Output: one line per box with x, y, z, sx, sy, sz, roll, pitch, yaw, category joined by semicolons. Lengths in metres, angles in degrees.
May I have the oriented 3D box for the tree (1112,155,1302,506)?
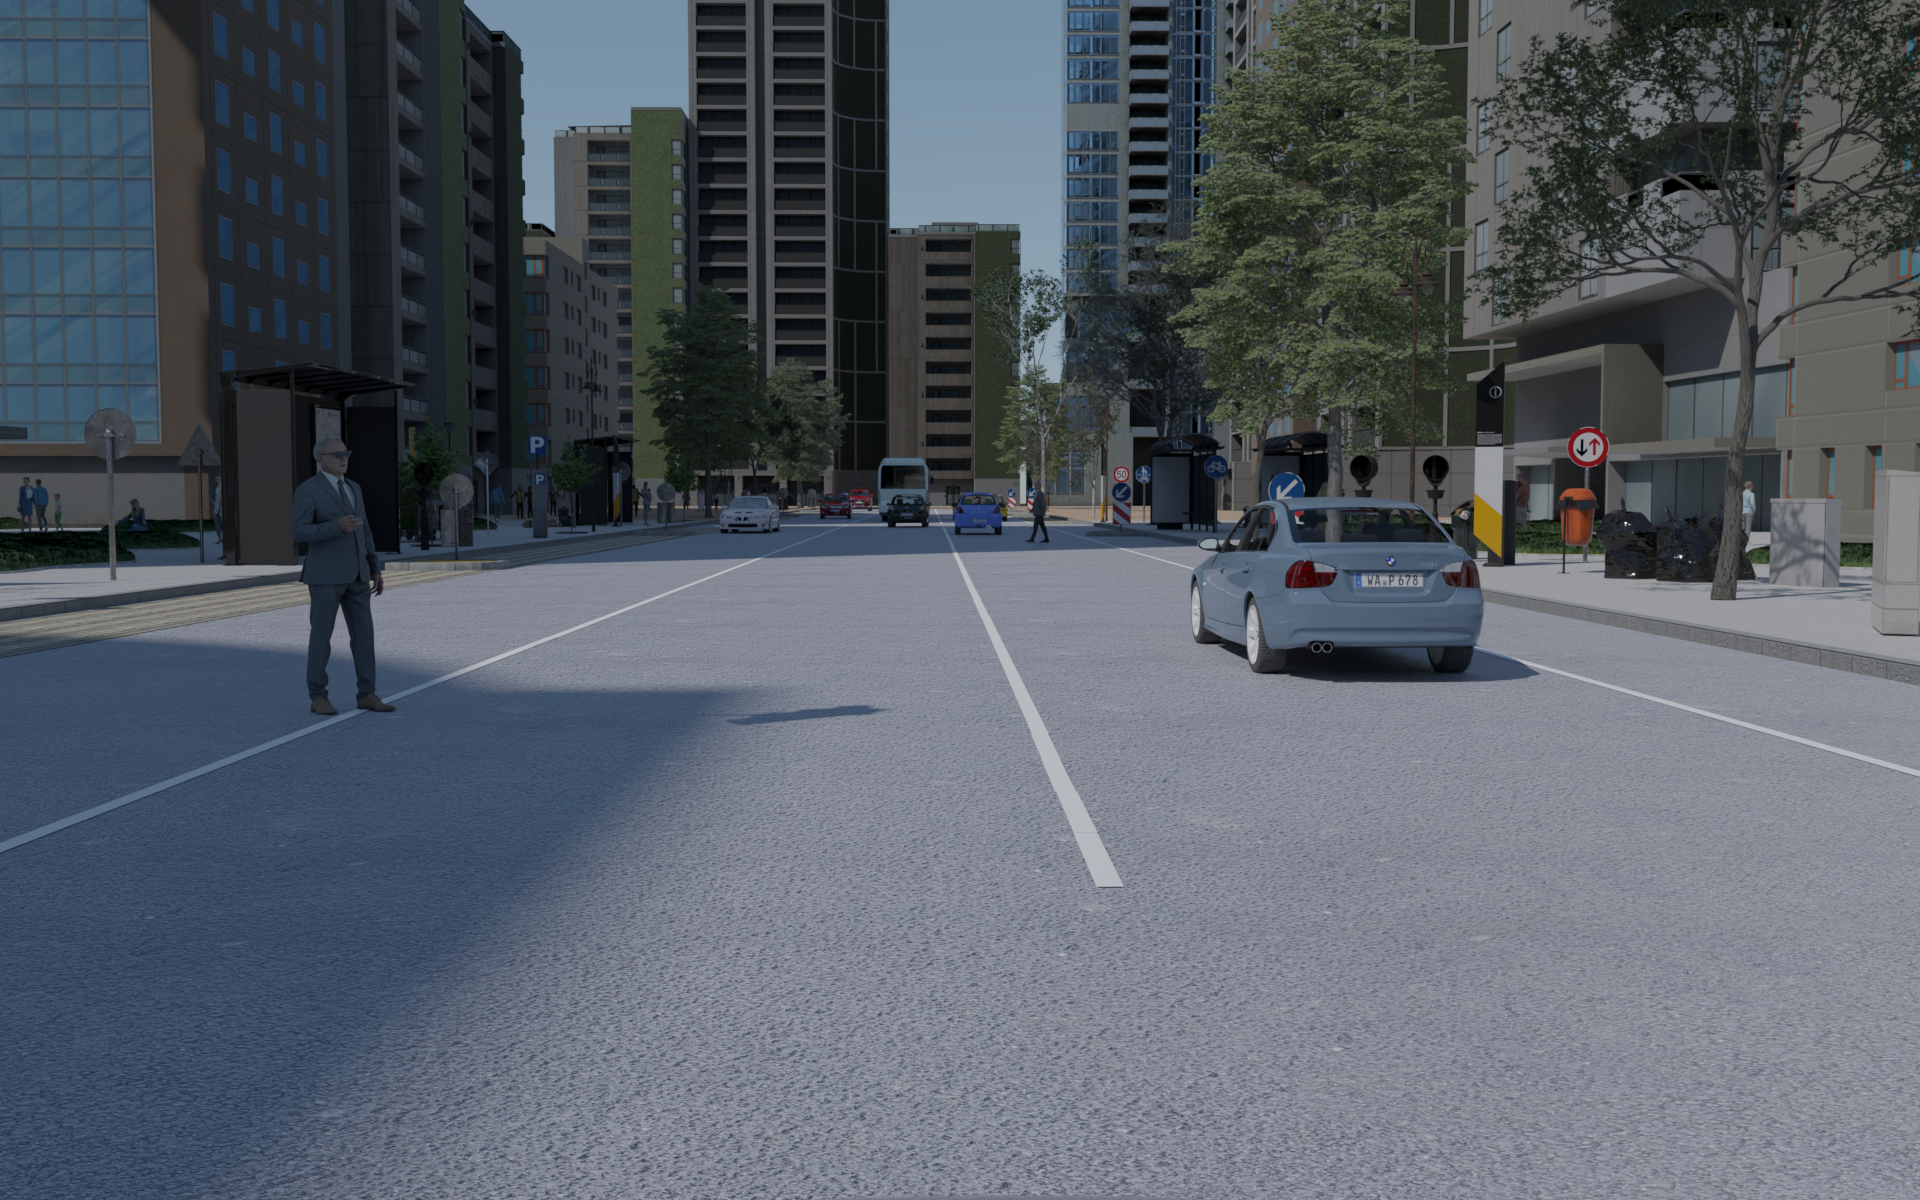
8.294;-6.937;47.837;8.767;10.594;7.601;-1;4;-19;tree

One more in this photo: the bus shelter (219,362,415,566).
-12.440;-2.611;33.980;1.731;3.624;6.357;0;4;-1;bus shelter

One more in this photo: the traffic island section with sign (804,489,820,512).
-11.608;-7.822;136.514;1.989;1.847;2.006;0;4;-1;traffic island section with sign

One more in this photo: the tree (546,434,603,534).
-12.767;-3.780;56.411;1.663;3.219;1.824;0;3;0;tree

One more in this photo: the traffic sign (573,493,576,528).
-14.455;-3.961;64.861;0.768;2.556;0.104;0;4;8;traffic sign

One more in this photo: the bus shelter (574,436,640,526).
-14.791;-4.985;72.786;1.731;3.624;6.357;0;4;-1;bus shelter

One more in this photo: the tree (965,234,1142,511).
7.143;-16.540;126.319;12.611;20.169;13.585;0;3;0;tree

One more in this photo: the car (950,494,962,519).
0.470;-5.292;96.747;2.015;1.641;3.980;0;4;-2;car

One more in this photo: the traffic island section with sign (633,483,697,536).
-10.188;-3.141;59.989;1.989;1.847;2.006;0;4;-1;traffic island section with sign

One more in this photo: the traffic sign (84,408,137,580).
-12.587;-1.564;25.671;0.768;2.556;0.104;0;4;-1;traffic sign

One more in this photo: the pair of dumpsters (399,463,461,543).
-14.832;-2.757;47.563;1.574;2.255;4.437;0;4;-1;pair of dumpsters

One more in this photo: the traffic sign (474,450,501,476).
-14.081;-3.172;51.599;0.795;2.593;0.064;0;4;4;traffic sign

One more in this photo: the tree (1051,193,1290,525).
8.374;-9.814;70.827;12.009;13.543;11.850;0;3;0;tree

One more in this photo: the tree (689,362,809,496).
-13.849;-11.154;116.780;7.601;10.594;8.767;3;5;45;tree

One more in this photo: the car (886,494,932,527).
-2.244;-4.031;75.692;2.009;1.686;4.222;0;4;1;car

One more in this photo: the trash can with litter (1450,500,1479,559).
9.796;-1.397;34.231;0.624;1.170;1.055;-2;4;-30;trash can with litter

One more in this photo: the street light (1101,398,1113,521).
6.922;-6.660;81.678;0.468;5.910;1.993;0;4;-1;street light

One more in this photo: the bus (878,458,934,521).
-2.959;-6.122;94.962;2.948;3.499;13.247;0;4;0;bus

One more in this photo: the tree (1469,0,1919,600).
9.513;-5.262;20.446;7.601;10.594;8.767;3;4;37;tree

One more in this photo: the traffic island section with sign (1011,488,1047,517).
4.421;-6.168;109.478;1.989;1.847;2.006;0;4;-1;traffic island section with sign

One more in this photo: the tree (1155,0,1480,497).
8.048;-7.364;38.533;7.486;12.596;7.792;0;3;0;tree

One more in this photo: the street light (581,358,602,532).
-12.496;-5.266;58.889;0.468;5.910;1.993;0;4;-1;street light

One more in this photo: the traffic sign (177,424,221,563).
-14.154;-1.974;32.275;0.884;2.594;0.081;0;4;2;traffic sign

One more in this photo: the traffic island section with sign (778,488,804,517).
-11.102;-6.156;109.271;1.989;1.847;2.006;0;4;-1;traffic island section with sign

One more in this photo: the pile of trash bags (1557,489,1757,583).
10.562;-1.042;26.783;1.912;1.369;3.447;-2;4;-25;pile of trash bags

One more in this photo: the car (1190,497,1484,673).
3.164;-0.193;15.151;2.014;1.417;4.499;0;4;-2;car

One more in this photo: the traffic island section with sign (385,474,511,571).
-9.696;-1.493;33.038;1.989;1.847;2.006;0;4;-1;traffic island section with sign

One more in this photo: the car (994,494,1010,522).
1.627;-4.968;91.455;2.015;1.641;3.980;0;3;0;car

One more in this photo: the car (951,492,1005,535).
0.642;-3.210;62.075;1.945;1.707;3.694;0;4;0;car

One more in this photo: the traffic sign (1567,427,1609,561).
11.909;-2.007;32.914;0.768;2.556;0.104;0;4;8;traffic sign

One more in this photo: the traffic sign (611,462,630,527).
-13.381;-4.173;68.334;0.768;2.556;0.104;0;4;6;traffic sign

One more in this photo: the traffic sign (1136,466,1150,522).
8.350;-4.794;78.493;0.768;2.556;0.104;0;4;4;traffic sign

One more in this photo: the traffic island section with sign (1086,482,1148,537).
5.338;-3.100;59.308;1.989;1.847;2.006;0;4;-1;traffic island section with sign

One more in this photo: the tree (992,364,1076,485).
6.637;-14.275;151.530;7.486;12.596;7.792;0;3;0;tree

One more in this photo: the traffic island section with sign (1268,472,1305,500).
5.836;-1.451;32.358;1.989;1.847;2.006;0;4;-1;traffic island section with sign

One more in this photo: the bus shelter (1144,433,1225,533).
7.688;-4.033;59.868;2.014;3.302;5.546;0;4;-1;bus shelter

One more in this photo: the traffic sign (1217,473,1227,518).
9.120;-3.758;61.556;0.768;2.556;0.104;0;4;4;traffic sign

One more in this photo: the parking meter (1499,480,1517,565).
9.898;-1.408;31.436;0.372;1.533;0.369;0;3;0;parking meter

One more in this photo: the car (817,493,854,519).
-7.233;-5.617;100.877;2.155;1.783;4.494;0;4;-3;car

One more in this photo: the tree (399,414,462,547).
-13.015;-2.910;42.181;1.663;3.219;1.824;0;3;0;tree

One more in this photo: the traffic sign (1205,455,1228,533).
8.355;-3.450;56.516;0.768;2.556;0.104;0;4;4;traffic sign

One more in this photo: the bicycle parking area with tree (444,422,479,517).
-22.946;-5.007;68.865;8.231;4.147;9.016;0;4;-5;bicycle parking area with tree

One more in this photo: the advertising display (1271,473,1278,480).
9.921;-3.020;54.584;0.123;1.923;0.974;1;4;18;advertising display

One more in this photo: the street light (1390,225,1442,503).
7.874;-3.503;30.065;0.468;5.910;1.993;0;4;-1;street light

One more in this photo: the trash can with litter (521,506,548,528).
-16.163;-3.323;65.714;1.055;1.170;0.624;1;4;20;trash can with litter

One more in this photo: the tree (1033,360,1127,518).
7.031;-8.732;93.132;4.360;8.622;3.978;0;3;0;tree

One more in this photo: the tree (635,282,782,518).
-13.422;-10.682;92.781;7.486;12.596;7.792;0;3;0;tree

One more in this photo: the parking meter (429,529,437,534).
-16.828;-3.012;54.962;0.399;1.863;0.255;0;4;6;parking meter

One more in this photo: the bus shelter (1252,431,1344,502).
11.314;-3.933;58.232;2.014;3.302;5.546;0;4;-1;bus shelter

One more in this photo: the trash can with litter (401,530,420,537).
-16.655;-2.501;52.274;0.624;1.170;1.055;1;4;17;trash can with litter

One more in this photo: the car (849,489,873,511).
-8.365;-8.305;144.458;2.281;1.827;5.304;0;4;-2;car

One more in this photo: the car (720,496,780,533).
-7.831;-3.209;64.829;2.083;1.381;4.827;0;4;1;car

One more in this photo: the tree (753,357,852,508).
-14.772;-15.478;159.717;9.857;13.997;8.962;0;3;0;tree

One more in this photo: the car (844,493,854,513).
-8.930;-7.340;129.597;1.945;1.707;3.694;0;4;-3;car

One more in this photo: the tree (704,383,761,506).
-14.436;-9.649;108.127;4.737;8.622;4.395;0;3;0;tree

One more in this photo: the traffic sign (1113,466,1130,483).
7.298;-4.782;78.293;0.768;2.556;0.104;0;4;8;traffic sign

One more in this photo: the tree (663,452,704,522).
-13.066;-5.335;81.830;1.663;3.219;1.824;0;3;0;tree

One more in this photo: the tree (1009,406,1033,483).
6.127;-11.799;143.270;4.360;8.622;3.978;0;3;0;tree
